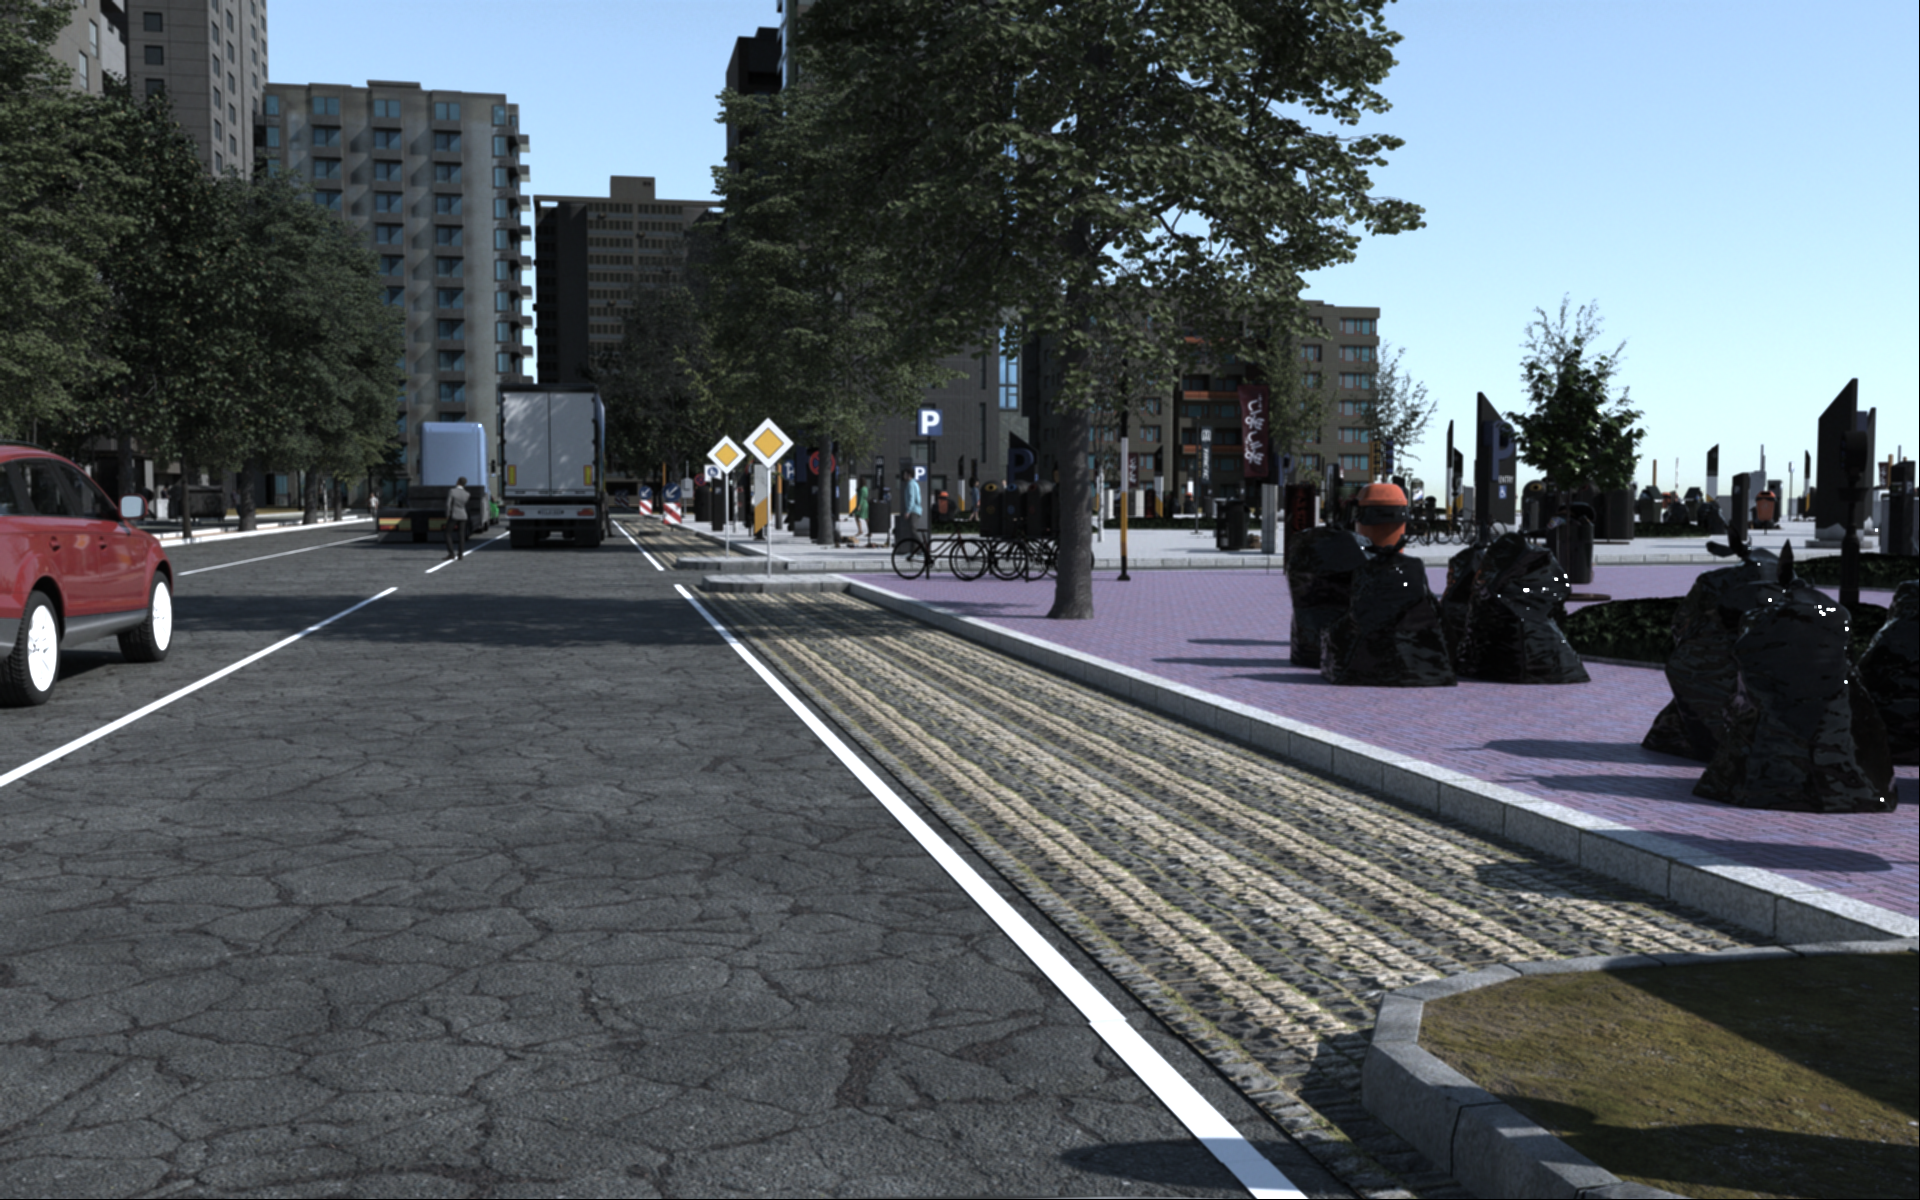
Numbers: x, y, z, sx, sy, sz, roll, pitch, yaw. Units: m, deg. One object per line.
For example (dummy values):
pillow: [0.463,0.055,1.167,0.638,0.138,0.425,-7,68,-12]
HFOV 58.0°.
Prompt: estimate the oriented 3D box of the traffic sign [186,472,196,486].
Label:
traffic sign: [-44.484,-6.127,100.274,0.768,2.556,0.104,-1,4,-12]

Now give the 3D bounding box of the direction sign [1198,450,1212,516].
direction sign: [12.488,-5.914,88.691,0.876,3.537,0.379,-1,4,-21]

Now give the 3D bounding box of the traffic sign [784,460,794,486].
traffic sign: [-6.280,-3.906,63.976,0.768,2.556,0.104,-1,4,-11]

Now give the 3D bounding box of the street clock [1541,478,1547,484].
street clock: [24.628,-4.169,72.727,0.471,2.002,0.358,2,4,29]

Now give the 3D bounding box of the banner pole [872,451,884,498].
banner pole: [-4.817,-6.762,100.582,0.863,3.779,0.401,0,4,3]

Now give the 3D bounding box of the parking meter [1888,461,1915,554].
parking meter: [16.554,-1.514,30.462,0.399,1.863,0.255,-2,4,-31]

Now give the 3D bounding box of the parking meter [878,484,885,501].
parking meter: [-4.664,-5.946,102.935,0.255,1.863,0.399,-2,4,-29]

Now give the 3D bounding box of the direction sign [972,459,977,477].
direction sign: [0.923,-7.329,111.827,0.379,3.537,0.876,-1,4,-21]

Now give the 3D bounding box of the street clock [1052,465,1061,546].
street clock: [2.482,-2.339,42.805,0.358,2.002,0.471,-2,4,-24]

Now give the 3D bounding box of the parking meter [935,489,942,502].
parking meter: [-1.175,-5.182,93.142,0.372,1.533,0.369,0,3,0]

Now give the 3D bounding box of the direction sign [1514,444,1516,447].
direction sign: [23.675,-5.060,74.725,0.379,3.537,0.876,-1,4,-21]

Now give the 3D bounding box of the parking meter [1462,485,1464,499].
parking meter: [29.429,-5.868,101.654,0.399,1.863,0.255,-1,4,-12]

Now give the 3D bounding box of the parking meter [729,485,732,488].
parking meter: [-14.017,-6.182,106.779,0.399,1.863,0.255,2,4,27]

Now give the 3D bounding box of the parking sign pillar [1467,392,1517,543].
parking sign pillar: [14.275,-3.525,46.102,1.447,3.967,1.447,-3,5,-41]

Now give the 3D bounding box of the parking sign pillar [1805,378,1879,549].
parking sign pillar: [20.860,-3.213,40.997,1.447,3.967,1.447,0,4,-6]

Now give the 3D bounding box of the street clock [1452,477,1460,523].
street clock: [21.268,-4.272,74.418,0.358,2.002,0.471,3,4,37]

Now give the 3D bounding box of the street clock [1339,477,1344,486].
street clock: [16.181,-4.256,74.159,0.471,2.002,0.358,3,5,41]

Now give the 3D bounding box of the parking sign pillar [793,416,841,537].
parking sign pillar: [-4.317,-3.896,52.171,1.447,3.967,1.447,1,4,10]

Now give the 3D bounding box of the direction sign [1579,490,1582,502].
direction sign: [16.878,-3.369,47.078,0.876,3.537,0.379,3,5,43]

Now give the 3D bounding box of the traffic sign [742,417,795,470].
traffic sign: [-2.871,-1.467,26.180,0.795,2.593,0.064,-1,4,-12]

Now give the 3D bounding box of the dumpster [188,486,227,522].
dumpster: [-38.187,-4.862,87.716,1.865,1.857,1.264,-1,4,-12]

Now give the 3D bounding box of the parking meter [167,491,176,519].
parking meter: [-40.556,-4.936,89.109,0.372,1.533,0.369,0,3,0]

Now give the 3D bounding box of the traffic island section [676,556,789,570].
traffic island section: [-4.533,-0.721,34.074,2.009,0.180,2.903,-1,4,-12]

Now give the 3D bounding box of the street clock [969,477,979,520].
street clock: [0.593,-4.228,73.693,0.358,2.002,0.471,-2,4,-30]

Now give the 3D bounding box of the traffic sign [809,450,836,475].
traffic sign: [-3.955,-3.042,49.836,0.768,2.556,0.104,0,4,-6]

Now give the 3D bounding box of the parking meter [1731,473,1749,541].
parking meter: [21.296,-2.543,47.297,0.255,1.863,0.399,-1,4,-20]

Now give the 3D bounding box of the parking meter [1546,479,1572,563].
parking meter: [10.361,-1.485,29.984,0.399,1.863,0.255,-2,4,-32]

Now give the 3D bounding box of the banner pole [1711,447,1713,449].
banner pole: [40.170,-6.266,92.461,0.401,3.779,0.863,1,4,15]

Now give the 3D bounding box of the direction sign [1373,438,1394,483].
direction sign: [17.045,-4.760,69.821,0.876,3.537,0.379,-1,4,-8]

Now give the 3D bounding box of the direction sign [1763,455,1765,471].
direction sign: [46.932,-6.688,101.339,0.379,3.537,0.876,1,4,13]

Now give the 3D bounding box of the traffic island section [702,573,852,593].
traffic island section: [-2.850,-0.244,26.268,2.009,0.180,2.903,-1,4,-12]

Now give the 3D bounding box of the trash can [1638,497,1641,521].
trash can: [31.634,-4.169,79.810,0.748,1.137,0.748,0,3,0]

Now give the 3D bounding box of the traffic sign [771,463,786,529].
traffic sign: [-6.723,-3.865,63.300,0.768,2.556,0.104,-1,4,-8]

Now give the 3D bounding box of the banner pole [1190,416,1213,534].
banner pole: [7.828,-4.033,55.948,0.863,3.779,0.401,-2,4,-35]

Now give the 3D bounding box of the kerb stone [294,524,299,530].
kerb stone: [-26.275,-2.816,68.244,0.120,0.150,1.000,-1,4,-12]

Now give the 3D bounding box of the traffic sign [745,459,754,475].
traffic sign: [-7.404,-3.829,62.715,0.768,2.556,0.104,-1,4,-11]

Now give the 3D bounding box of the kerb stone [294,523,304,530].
kerb stone: [-26.490,-2.878,69.247,0.120,0.150,1.000,-1,4,-12]

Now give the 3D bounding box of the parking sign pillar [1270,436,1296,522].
parking sign pillar: [14.956,-5.609,80.171,1.447,3.967,1.447,-3,5,-39]

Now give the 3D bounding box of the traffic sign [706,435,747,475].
traffic sign: [-4.554,-1.945,33.987,0.795,2.593,0.064,-1,4,-12]

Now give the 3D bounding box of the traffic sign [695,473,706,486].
traffic sign: [-15.989,-6.533,106.916,0.768,2.556,0.104,-1,4,-9]

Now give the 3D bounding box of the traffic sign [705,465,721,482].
traffic sign: [-8.637,-3.574,60.570,0.606,2.300,0.079,-1,4,-9]

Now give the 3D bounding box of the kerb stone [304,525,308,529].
kerb stone: [-26.708,-2.939,70.252,0.120,0.150,1.000,-1,4,-12]

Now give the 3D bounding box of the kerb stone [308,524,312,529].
kerb stone: [-26.921,-2.997,71.265,0.120,0.150,1.000,-1,4,-12]

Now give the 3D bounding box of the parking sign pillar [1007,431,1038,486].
parking sign pillar: [2.658,-5.205,73.567,1.447,3.967,1.447,2,4,26]

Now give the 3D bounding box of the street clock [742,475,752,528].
street clock: [-7.988,-3.719,65.371,0.471,2.002,0.358,3,5,41]

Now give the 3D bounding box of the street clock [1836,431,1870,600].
street clock: [10.264,-0.940,19.939,0.358,2.002,0.471,1,4,20]

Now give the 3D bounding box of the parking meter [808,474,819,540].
parking meter: [-4.045,-2.633,48.754,0.399,1.863,0.255,1,4,15]

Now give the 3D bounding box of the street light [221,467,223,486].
street light: [-43.388,-7.886,101.725,0.468,5.910,1.993,-1,4,-12]

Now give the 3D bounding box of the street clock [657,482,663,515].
street clock: [-18.658,-6.326,107.999,0.471,2.002,0.358,-1,4,-9]

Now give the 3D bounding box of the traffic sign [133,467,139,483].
traffic sign: [-38.653,-4.932,80.748,0.768,2.556,0.104,0,4,-7]

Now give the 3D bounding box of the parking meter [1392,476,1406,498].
parking meter: [14.028,-3.038,55.385,0.399,1.863,0.255,-2,4,-32]

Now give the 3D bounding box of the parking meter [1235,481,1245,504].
parking meter: [12.101,-4.229,74.853,0.399,1.863,0.255,-3,4,-37]

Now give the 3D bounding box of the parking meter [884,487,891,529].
parking meter: [-2.751,-3.415,64.246,0.372,1.533,0.369,0,3,0]

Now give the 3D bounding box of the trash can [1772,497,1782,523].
trash can: [35.659,-3.940,76.075,0.748,1.137,0.748,0,3,0]

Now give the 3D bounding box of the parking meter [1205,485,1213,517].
parking meter: [13.065,-5.207,90.850,0.399,1.863,0.255,-1,4,-16]

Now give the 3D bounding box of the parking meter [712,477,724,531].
parking meter: [-8.367,-3.312,59.865,0.399,1.863,0.255,-1,4,-18]

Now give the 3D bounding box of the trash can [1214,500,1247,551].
trash can: [6.118,-1.688,39.256,0.748,1.137,0.748,0,3,0]

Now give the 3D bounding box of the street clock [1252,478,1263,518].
street clock: [13.477,-4.519,78.452,0.471,2.002,0.358,-1,4,-13]
